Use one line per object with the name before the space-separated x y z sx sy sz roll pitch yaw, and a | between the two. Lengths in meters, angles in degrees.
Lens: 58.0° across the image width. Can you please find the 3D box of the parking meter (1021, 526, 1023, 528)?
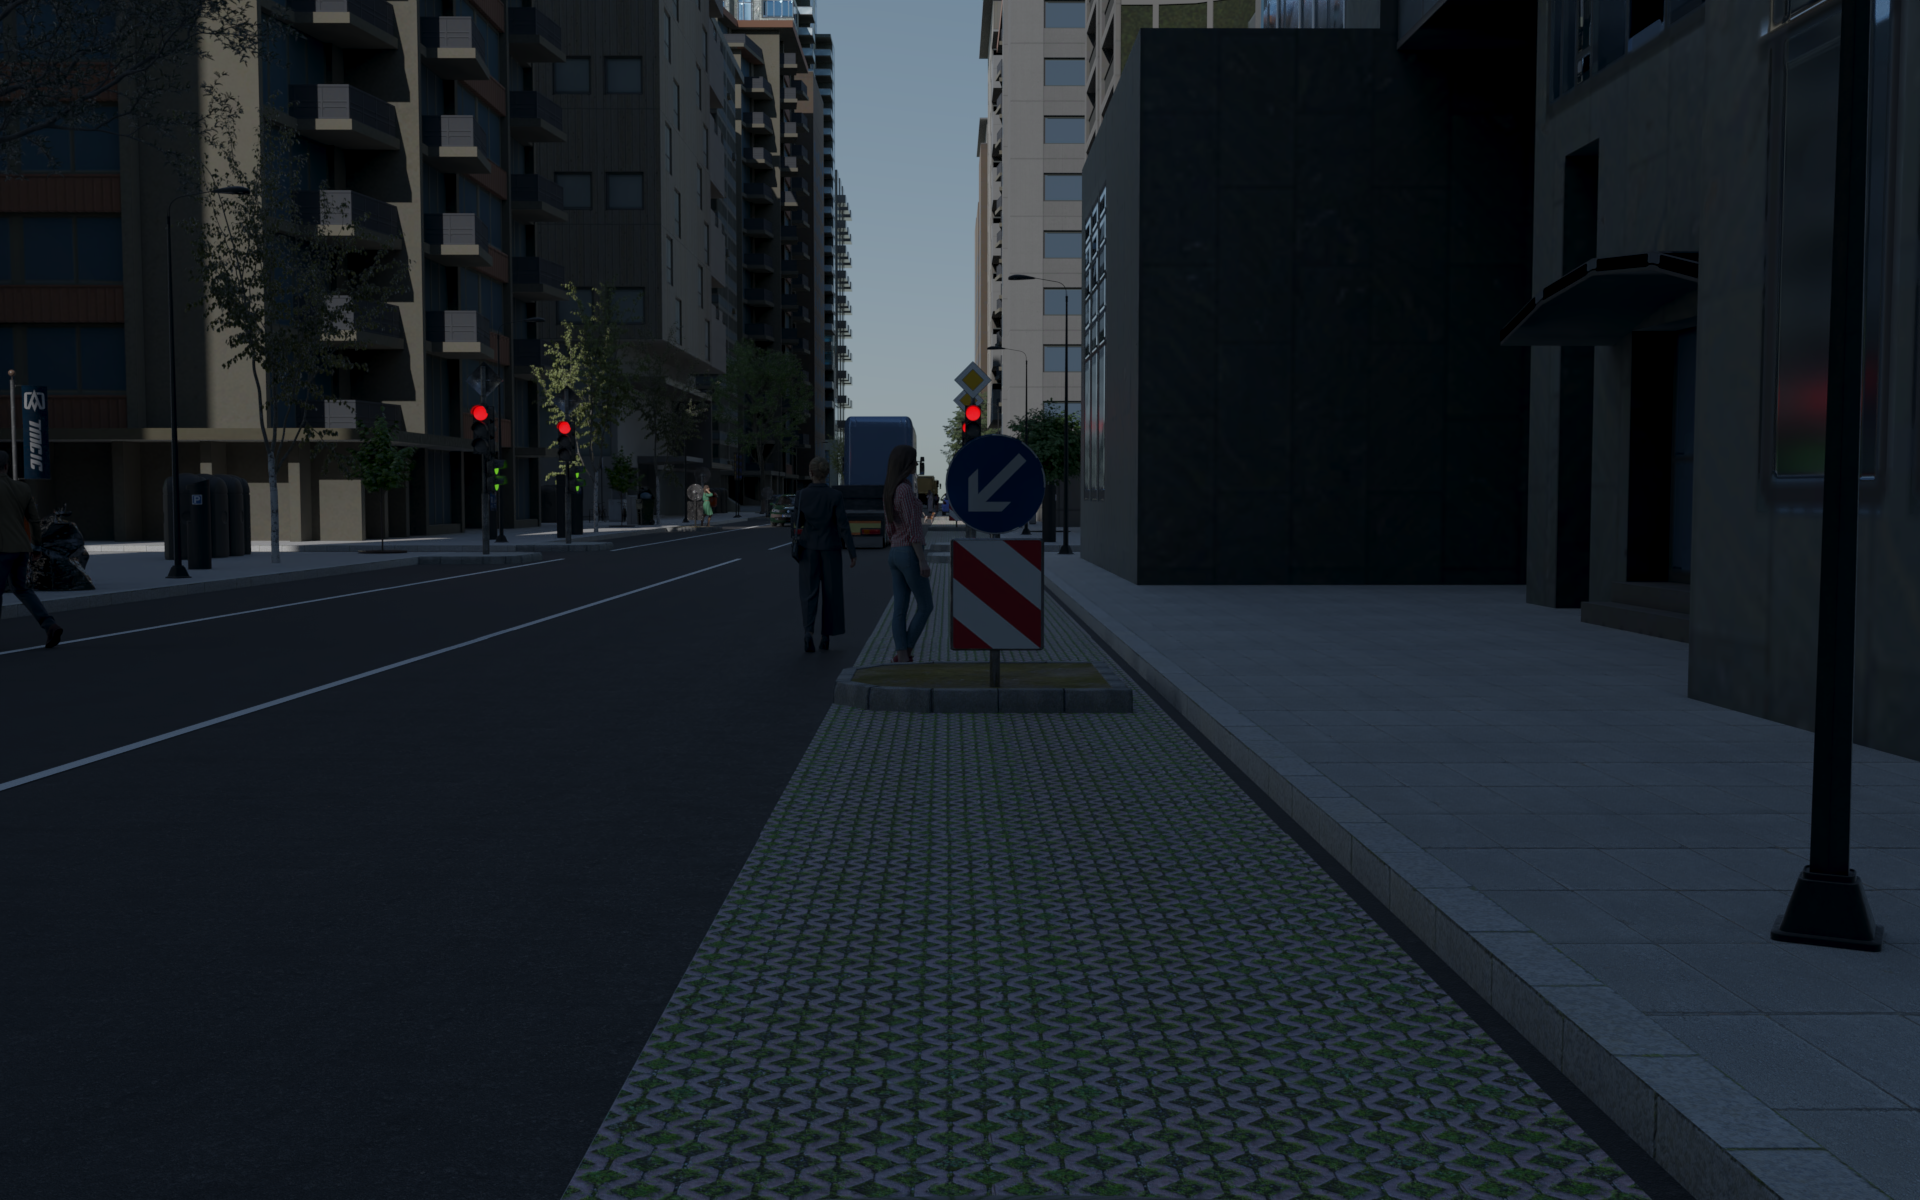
parking meter | 2.200 -3.696 66.147 0.255 1.863 0.399 3 5 44

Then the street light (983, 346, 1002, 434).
street light | 1.547 -5.012 54.485 1.470 5.913 1.316 0 4 0

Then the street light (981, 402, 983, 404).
street light | 1.384 -7.009 87.131 1.470 5.913 1.316 0 4 0

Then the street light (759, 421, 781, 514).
street light | -12.077 -8.412 110.078 1.470 5.913 1.316 0 4 0

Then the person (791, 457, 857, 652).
person | -1.254 -0.422 15.822 0.576 1.772 0.534 -1 4 -15

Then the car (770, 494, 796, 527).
car | -7.453 -4.152 77.669 2.009 1.686 4.222 0 4 2

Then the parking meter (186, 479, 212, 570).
parking meter | -12.976 -1.291 29.523 0.372 1.533 0.369 0 3 0

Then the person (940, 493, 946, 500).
person | -1.017 -8.125 141.299 1.348 1.831 0.705 1 4 20

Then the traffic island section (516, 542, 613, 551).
traffic island section | -10.149 -1.378 44.818 2.009 0.180 2.903 0 4 0

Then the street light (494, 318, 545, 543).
street light | -11.611 -4.476 45.728 1.470 5.913 1.316 0 4 0

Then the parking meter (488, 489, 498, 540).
parking meter | -13.188 -2.460 48.631 0.372 1.533 0.369 0 3 0

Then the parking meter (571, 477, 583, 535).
parking meter | -12.060 -2.981 54.453 0.255 1.863 0.399 2 4 32

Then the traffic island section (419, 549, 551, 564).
traffic island section | -10.096 -0.890 36.834 2.009 0.180 2.903 0 4 0

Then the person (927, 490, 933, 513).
person | -2.286 -7.507 131.900 0.551 1.740 0.621 1 4 19

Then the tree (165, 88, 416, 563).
tree | -12.535 -4.984 31.847 4.360 8.622 3.978 0 3 0

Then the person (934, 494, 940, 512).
person | -1.827 -7.774 138.837 0.421 1.427 0.697 -1 4 -12

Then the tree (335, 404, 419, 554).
tree | -12.459 -2.622 37.467 1.663 3.219 1.824 0 3 0

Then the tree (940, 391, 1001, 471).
tree | 2.460 -18.210 204.383 9.857 13.997 8.962 0 3 0

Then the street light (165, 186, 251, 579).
street light | -11.397 -3.286 26.272 1.470 5.913 1.316 0 4 0

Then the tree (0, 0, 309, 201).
tree | -12.663 -6.632 18.806 12.009 13.543 11.850 0 3 0

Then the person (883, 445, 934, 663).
person | -0.404 -0.322 13.773 0.388 1.821 0.555 -3 4 -36

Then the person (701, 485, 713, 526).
person | -10.519 -3.854 71.761 0.529 1.795 0.600 -1 4 -16

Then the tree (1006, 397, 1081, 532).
tree | 2.970 -4.578 58.568 4.285 4.588 4.351 0 3 0

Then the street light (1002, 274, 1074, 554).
street light | 1.716 -3.929 36.780 1.470 5.913 1.316 0 4 0

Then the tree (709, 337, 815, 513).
tree | -13.295 -11.616 115.672 9.928 11.665 9.643 0 3 0

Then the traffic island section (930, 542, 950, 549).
traffic island section | 0.242 -1.382 44.882 2.009 0.180 2.903 0 4 0

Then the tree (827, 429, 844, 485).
tree | -13.262 -15.027 196.052 4.737 8.622 4.395 0 3 0

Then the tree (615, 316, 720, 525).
tree | -12.466 -7.480 72.659 4.360 8.622 3.978 0 3 0

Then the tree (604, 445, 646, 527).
tree | -13.142 -4.484 67.915 1.663 3.219 1.824 0 3 0

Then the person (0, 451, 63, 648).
person | -8.735 -0.462 15.965 0.836 1.842 0.656 -1 4 -14

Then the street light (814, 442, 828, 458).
street light | -12.371 -11.083 153.742 1.470 5.913 1.316 0 4 0

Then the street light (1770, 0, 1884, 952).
street light | 1.977 -1.976 4.850 1.470 5.913 1.316 0 4 0

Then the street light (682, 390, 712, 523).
street light | -11.777 -6.429 77.658 1.470 5.913 1.316 0 4 0

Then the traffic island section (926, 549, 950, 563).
traffic island section | 0.295 -0.894 36.897 2.009 0.180 2.903 0 4 0

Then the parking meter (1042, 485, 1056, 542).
parking meter | 2.377 -2.310 46.173 0.372 1.533 0.369 0 3 0

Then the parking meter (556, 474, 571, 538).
parking meter | -11.628 -2.746 50.604 0.255 1.863 0.399 0 4 -1

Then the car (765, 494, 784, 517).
car | -10.272 -5.416 100.553 2.014 1.417 4.499 0 4 -1

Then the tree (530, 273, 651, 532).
tree | -12.331 -6.598 58.239 4.737 8.622 4.395 0 3 0

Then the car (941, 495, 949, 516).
car | -0.343 -6.486 115.630 1.945 1.707 3.694 0 4 1
